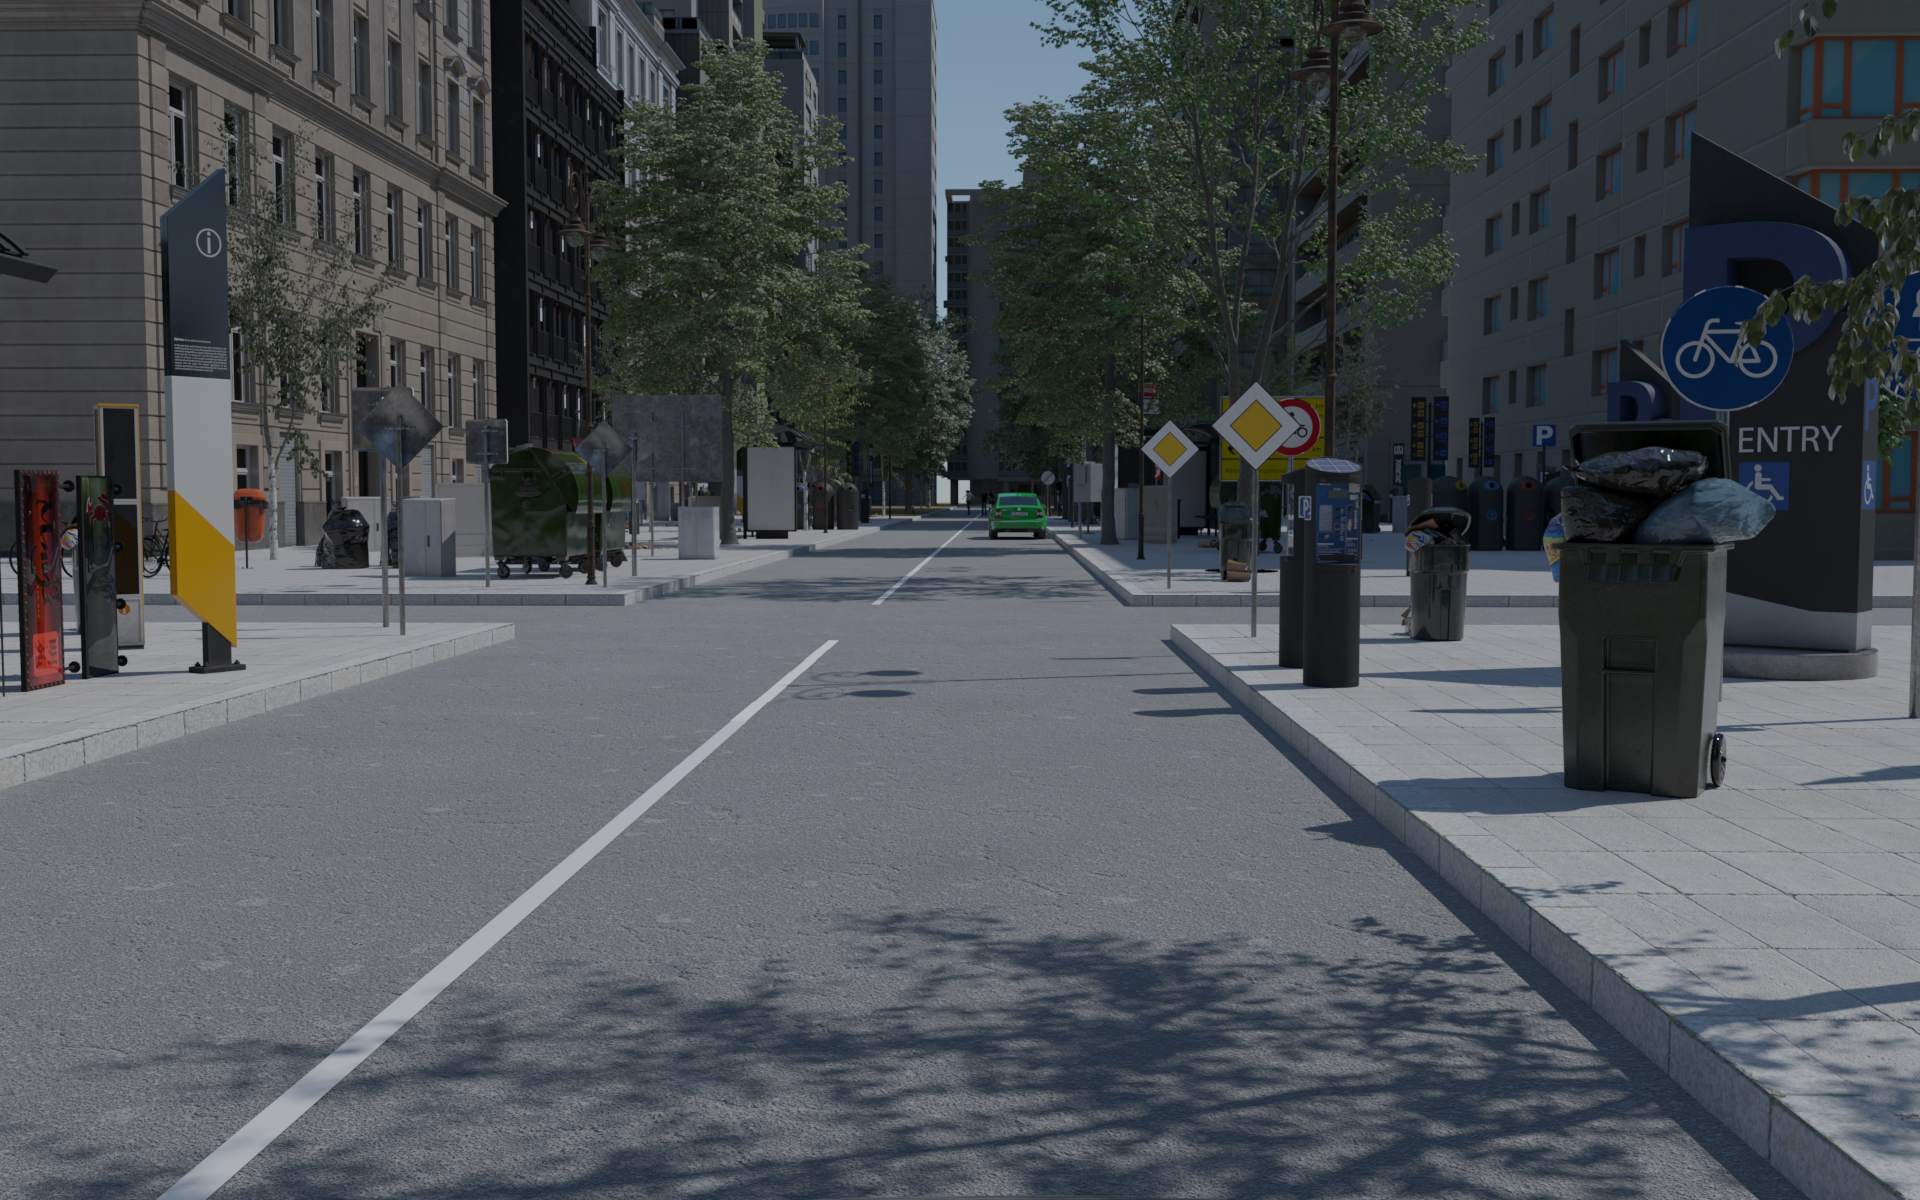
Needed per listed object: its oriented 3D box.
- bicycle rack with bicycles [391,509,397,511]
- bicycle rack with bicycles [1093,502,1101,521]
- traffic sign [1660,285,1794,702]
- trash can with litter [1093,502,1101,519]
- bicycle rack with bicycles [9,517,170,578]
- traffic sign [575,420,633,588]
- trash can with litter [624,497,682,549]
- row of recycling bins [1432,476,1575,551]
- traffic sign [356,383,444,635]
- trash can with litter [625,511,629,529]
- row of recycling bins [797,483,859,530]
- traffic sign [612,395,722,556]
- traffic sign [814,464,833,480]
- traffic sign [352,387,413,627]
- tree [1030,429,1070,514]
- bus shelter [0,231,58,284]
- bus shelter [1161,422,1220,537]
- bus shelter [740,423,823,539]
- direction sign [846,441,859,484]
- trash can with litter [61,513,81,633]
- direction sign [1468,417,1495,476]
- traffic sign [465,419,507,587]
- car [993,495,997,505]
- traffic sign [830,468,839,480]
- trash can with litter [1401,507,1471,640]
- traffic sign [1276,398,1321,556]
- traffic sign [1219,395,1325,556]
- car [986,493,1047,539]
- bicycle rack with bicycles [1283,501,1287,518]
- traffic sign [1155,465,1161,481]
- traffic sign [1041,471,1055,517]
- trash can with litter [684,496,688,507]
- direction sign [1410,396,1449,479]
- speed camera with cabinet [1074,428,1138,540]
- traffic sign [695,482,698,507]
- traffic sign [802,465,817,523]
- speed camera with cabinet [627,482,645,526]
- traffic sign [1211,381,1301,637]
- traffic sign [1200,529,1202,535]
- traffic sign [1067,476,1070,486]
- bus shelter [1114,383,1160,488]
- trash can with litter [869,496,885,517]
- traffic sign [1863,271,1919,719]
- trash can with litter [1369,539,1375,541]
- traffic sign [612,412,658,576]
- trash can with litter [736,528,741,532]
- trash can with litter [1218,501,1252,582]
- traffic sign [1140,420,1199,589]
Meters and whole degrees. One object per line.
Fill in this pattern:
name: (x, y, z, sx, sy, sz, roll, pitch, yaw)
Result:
bicycle rack with bicycles: (-13.181, -1.718, 41.469, 2.852, 0.926, 2.925, 1, 4, 18)
bicycle rack with bicycles: (6.838, -4.230, 82.544, 2.852, 0.926, 2.925, 0, 4, -5)
traffic sign: (4.678, -0.645, 10.654, 0.768, 2.556, 0.104, 1, 4, 10)
trash can with litter: (7.338, -4.781, 89.223, 2.233, 1.210, 1.678, 2, 4, 28)
bicycle rack with bicycles: (-12.780, -0.827, 26.902, 2.925, 0.926, 2.852, 2, 4, 24)
traffic sign: (-4.859, -1.224, 23.660, 0.795, 2.450, 0.064, 0, 4, 1)
trash can with litter: (-7.628, -1.825, 40.889, 1.678, 1.210, 2.233, -1, 4, -17)
row of recycling bins: (12.313, -1.963, 39.208, 3.534, 1.692, 1.069, 0, 4, -4)
traffic sign: (-5.061, -0.736, 15.677, 0.795, 2.450, 0.064, 0, 4, 1)
trash can with litter: (-12.310, -3.184, 63.454, 0.624, 1.170, 1.055, -2, 4, -31)
row of recycling bins: (-5.412, -3.389, 62.517, 3.534, 1.692, 1.069, 0, 4, 2)
traffic sign: (-6.026, -2.555, 35.643, 2.265, 3.308, 0.079, 0, 4, 2)
traffic sign: (-5.549, -4.295, 70.329, 0.768, 2.556, 0.104, 0, 4, 3)
traffic sign: (-5.534, -0.887, 16.636, 0.606, 2.300, 0.079, 0, 4, 5)
tree: (6.008, -9.706, 109.062, 4.360, 8.622, 3.978, 0, 3, 0)
bus shelter: (-7.388, -0.950, 9.463, 2.014, 3.302, 5.546, 0, 4, 1)
bus shelter: (6.961, -3.513, 51.353, 2.014, 3.302, 5.546, 0, 4, 1)
bus shelter: (-5.382, -3.549, 51.950, 2.014, 3.302, 5.546, 0, 4, 1)
direction sign: (-4.602, -5.040, 74.406, 0.379, 3.537, 0.876, 2, 4, 32)
trash can with litter: (-8.074, -0.290, 16.130, 0.624, 1.170, 1.055, -2, 4, -33)
direction sign: (15.409, -3.622, 51.222, 0.379, 3.537, 0.876, -3, 4, -38)
traffic sign: (-6.495, -1.323, 23.764, 0.606, 2.300, 0.079, 1, 4, 11)
car: (3.349, -7.922, 142.111, 1.945, 1.354, 3.894, 0, 4, 2)
traffic sign: (-5.714, -4.679, 77.679, 0.795, 2.450, 0.064, 0, 4, 7)
trash can with litter: (4.162, -0.250, 15.468, 0.624, 1.170, 1.055, 0, 4, 0)
traffic sign: (4.402, -1.405, 23.072, 0.768, 2.556, 0.104, 0, 4, 5)
traffic sign: (6.510, -2.568, 35.855, 2.265, 3.308, 0.079, 0, 4, 3)
car: (1.829, -2.896, 56.143, 1.959, 1.807, 4.718, 0, 4, 0)
bicycle rack with bicycles: (16.538, -4.698, 90.194, 2.852, 0.926, 2.925, -2, 4, -28)
traffic sign: (7.459, -4.093, 67.020, 0.768, 2.556, 0.104, 1, 4, 9)
traffic sign: (4.857, -5.848, 95.721, 0.768, 2.556, 0.104, 0, 4, 8)
trash can with litter: (-11.175, -3.499, 68.261, 1.678, 1.210, 2.233, 2, 4, 28)
direction sign: (10.919, -2.956, 40.329, 0.876, 3.537, 0.379, 2, 4, 32)
speed camera with cabinet: (4.160, -3.361, 49.283, 0.660, 3.252, 2.038, -3, 5, -43)
traffic sign: (-5.498, -2.083, 36.179, 0.606, 2.300, 0.079, 1, 4, 11)
traffic sign: (-6.521, -4.625, 75.731, 0.768, 2.556, 0.104, 1, 4, 9)
speed camera with cabinet: (-13.198, -4.616, 69.813, 0.660, 3.252, 2.038, -1, 4, -22)
traffic sign: (2.630, -0.723, 15.463, 0.795, 2.450, 0.064, 0, 4, 1)
traffic sign: (7.582, -3.328, 54.415, 0.884, 2.594, 0.081, 0, 4, 2)
traffic sign: (6.096, -5.697, 95.270, 0.606, 2.300, 0.079, 0, 4, 5)
bus shelter: (6.059, -5.037, 59.992, 2.179, 5.291, 8.768, 0, 4, 1)
trash can with litter: (-5.447, -5.229, 96.550, 2.233, 1.210, 1.678, 2, 4, 31)
traffic sign: (5.485, -0.596, 9.852, 0.768, 2.556, 0.104, 0, 4, 7)
trash can with litter: (10.225, -2.226, 47.452, 2.233, 1.210, 1.678, 2, 4, 35)
traffic sign: (-5.085, -1.643, 26.975, 0.768, 2.556, 0.104, 0, 4, 8)
trash can with litter: (-6.853, -2.899, 58.453, 2.233, 1.210, 1.678, -2, 4, -28)
trash can with litter: (4.159, -0.872, 25.648, 0.624, 1.170, 1.055, 0, 4, 2)
traffic sign: (2.832, -1.211, 23.445, 0.795, 2.450, 0.064, 0, 4, 1)
